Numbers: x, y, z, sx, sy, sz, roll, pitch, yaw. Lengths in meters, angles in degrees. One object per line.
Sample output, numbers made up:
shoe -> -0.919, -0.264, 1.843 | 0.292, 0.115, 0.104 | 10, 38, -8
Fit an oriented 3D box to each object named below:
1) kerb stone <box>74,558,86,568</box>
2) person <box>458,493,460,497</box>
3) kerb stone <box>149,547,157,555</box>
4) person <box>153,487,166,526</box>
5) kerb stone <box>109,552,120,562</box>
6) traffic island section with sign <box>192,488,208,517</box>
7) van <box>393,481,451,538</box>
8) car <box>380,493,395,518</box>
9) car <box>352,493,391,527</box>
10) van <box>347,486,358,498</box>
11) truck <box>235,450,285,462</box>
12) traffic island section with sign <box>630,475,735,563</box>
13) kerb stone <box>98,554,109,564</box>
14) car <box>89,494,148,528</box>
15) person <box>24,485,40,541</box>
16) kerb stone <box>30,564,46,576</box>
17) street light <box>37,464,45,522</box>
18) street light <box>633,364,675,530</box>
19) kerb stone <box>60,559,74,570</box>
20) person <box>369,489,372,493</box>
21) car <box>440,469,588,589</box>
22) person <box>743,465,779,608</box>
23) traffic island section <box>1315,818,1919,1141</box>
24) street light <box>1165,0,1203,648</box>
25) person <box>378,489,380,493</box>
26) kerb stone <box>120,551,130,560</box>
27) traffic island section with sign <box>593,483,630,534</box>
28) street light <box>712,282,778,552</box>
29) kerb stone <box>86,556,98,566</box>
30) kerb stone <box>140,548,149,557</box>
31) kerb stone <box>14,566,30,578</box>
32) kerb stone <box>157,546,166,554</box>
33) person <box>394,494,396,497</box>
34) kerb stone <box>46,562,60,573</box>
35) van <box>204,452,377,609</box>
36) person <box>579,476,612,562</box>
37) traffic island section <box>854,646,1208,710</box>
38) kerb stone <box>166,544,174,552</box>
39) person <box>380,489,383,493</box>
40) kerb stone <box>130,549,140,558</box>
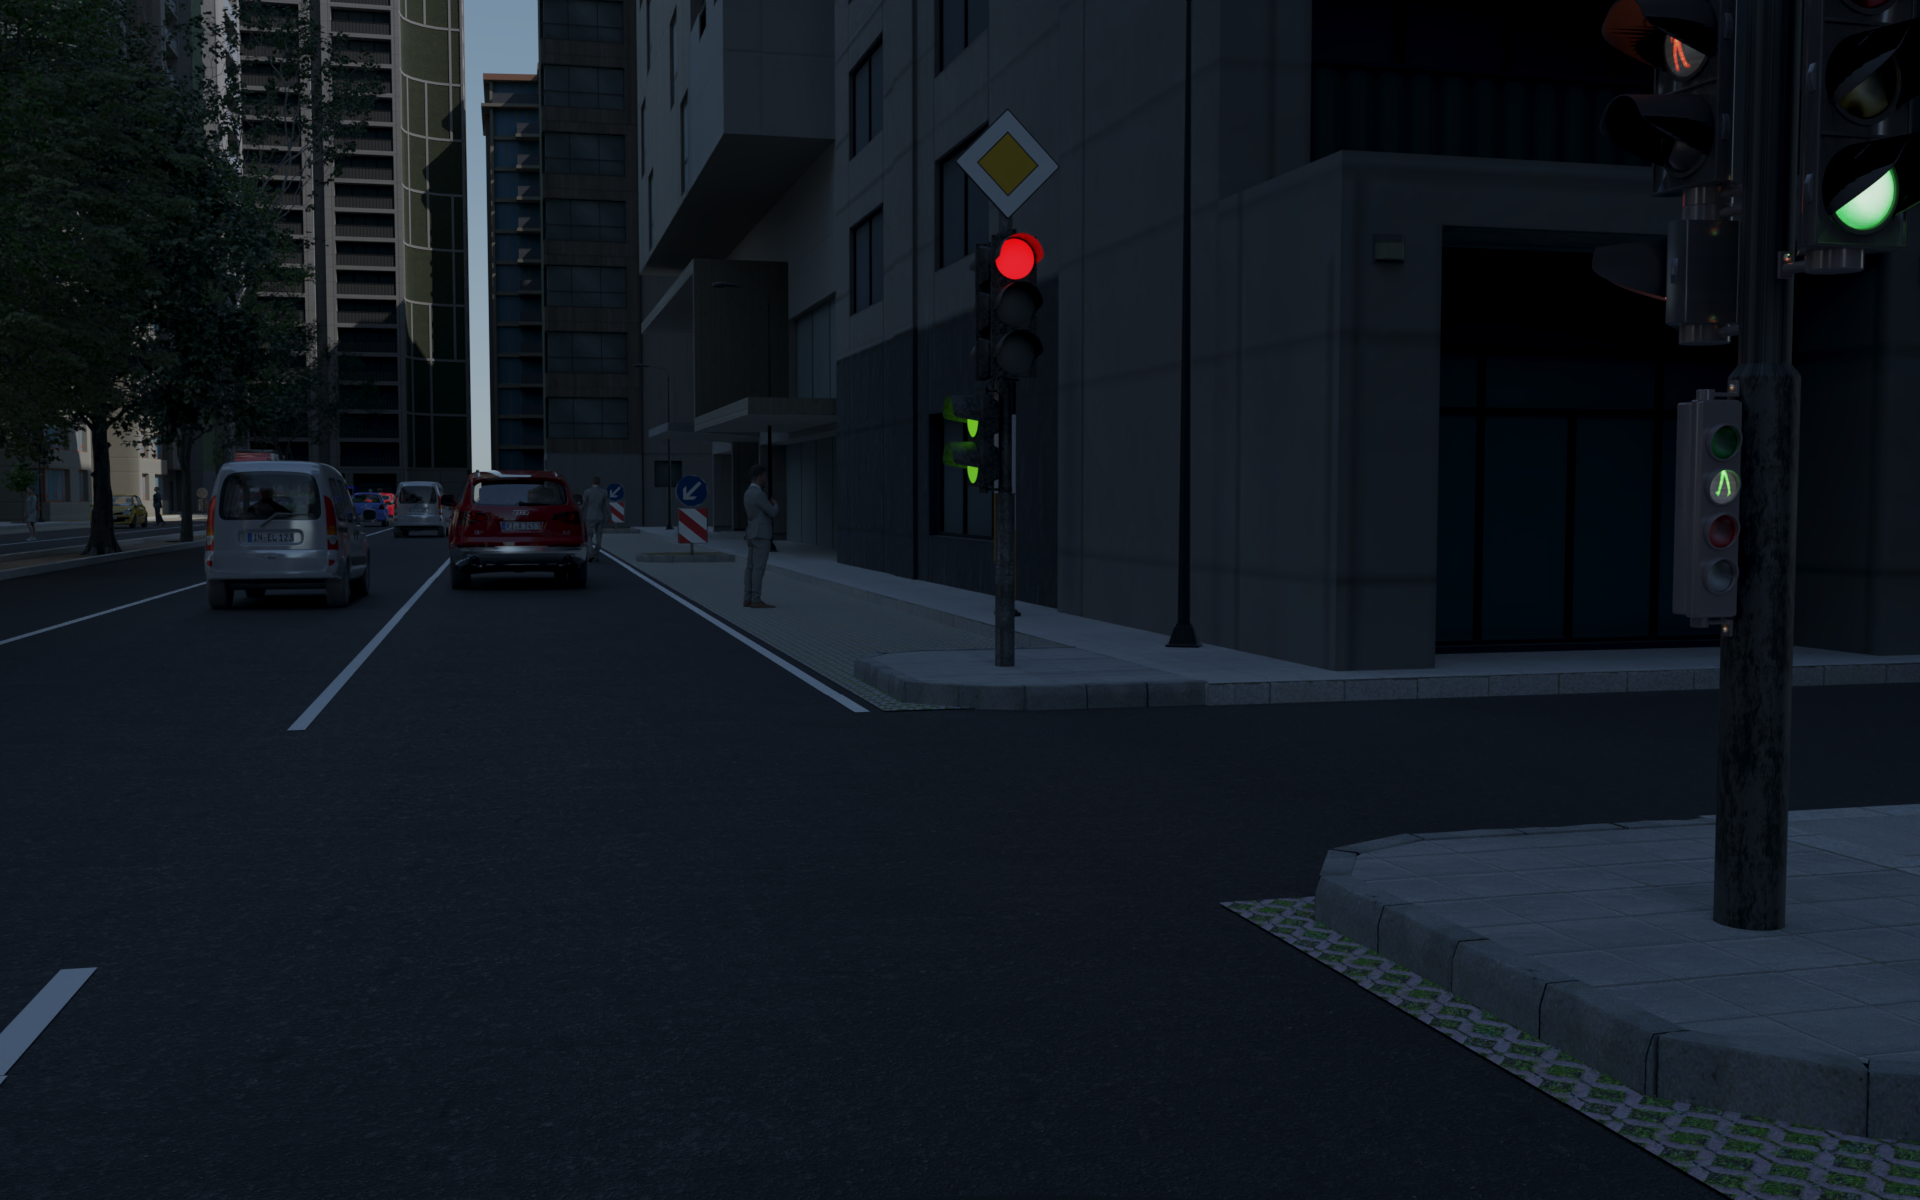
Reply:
kerb stone -> -17.295, -0.710, 33.804 | 0.120, 0.150, 1.000 | -1, 4, -15
person -> -33.009, -6.477, 114.849 | 0.683, 1.767, 0.568 | 0, 4, -7
kerb stone -> -19.100, -1.133, 40.732 | 0.120, 0.150, 1.000 | -1, 4, -15
person -> -36.276, -4.250, 78.403 | 0.534, 1.772, 0.576 | -2, 4, -33
kerb stone -> -18.068, -0.892, 36.772 | 0.120, 0.150, 1.000 | -1, 4, -15
traffic island section with sign -> -46.533, -5.978, 106.361 | 1.989, 1.847, 2.006 | -1, 4, -15
van -> -18.176, -3.155, 58.591 | 2.013, 2.044, 4.112 | -1, 4, -13
car -> -31.563, -5.229, 94.541 | 2.155, 1.783, 4.494 | -1, 4, -14
car -> -26.350, -4.127, 77.072 | 1.945, 1.707, 3.694 | -1, 4, -16
van -> -48.210, -8.023, 135.563 | 2.240, 2.365, 5.245 | -1, 4, -16
truck -> -45.182, -7.489, 111.354 | 2.839, 4.237, 11.283 | -1, 4, -16
traffic island section with sign -> -5.895, -1.731, 36.928 | 1.989, 1.847, 2.006 | -1, 4, -15
kerb stone -> -17.813, -0.831, 35.782 | 0.120, 0.150, 1.000 | -1, 4, -15
car -> -35.586, -3.855, 73.261 | 2.015, 1.641, 3.980 | -1, 4, -15
person -> -28.604, -2.682, 53.357 | 0.512, 1.701, 0.522 | 3, 5, 41
kerb stone -> -16.506, -0.527, 30.823 | 0.120, 0.150, 1.000 | -1, 4, -15
street light -> -41.160, -6.481, 78.504 | 1.470, 5.913, 1.316 | -1, 4, -15
street light -> -10.982, -5.480, 62.131 | 1.470, 5.913, 1.316 | -1, 4, -15
kerb stone -> -17.028, -0.650, 32.815 | 0.120, 0.150, 1.000 | -1, 4, -15
person -> -38.855, -6.402, 113.900 | 1.217, 1.736, 0.721 | 3, 5, 43
car -> -7.171, -1.174, 27.874 | 2.281, 1.827, 5.304 | -1, 4, -17
person -> -2.481, -0.801, 21.777 | 0.466, 1.800, 0.511 | -3, 5, -40
traffic island section -> 2.370, 1.044, 5.207 | 2.009, 0.180, 2.903 | -1, 4, -15
street light -> 1.362, -2.553, 14.288 | 1.470, 5.913, 1.316 | -1, 4, -15
person -> -41.740, -7.088, 124.468 | 1.350, 1.814, 0.705 | -1, 4, -17
kerb stone -> -18.325, -0.952, 37.762 | 0.120, 0.150, 1.000 | -1, 4, -15
traffic island section with sign -> -12.727, -3.336, 63.170 | 1.989, 1.847, 2.006 | -1, 4, -15
street light -> -4.743, -4.018, 38.237 | 1.470, 5.913, 1.316 | -1, 4, -15
kerb stone -> -17.550, -0.770, 34.794 | 0.120, 0.150, 1.000 | -1, 4, -15
kerb stone -> -18.837, -1.073, 39.741 | 0.120, 0.150, 1.000 | -1, 4, -15
kerb stone -> -16.262, -0.464, 29.830 | 0.120, 0.150, 1.000 | -1, 4, -15
kerb stone -> -19.353, -1.193, 41.725 | 0.120, 0.150, 1.000 | -1, 4, -15
person -> -46.014, -7.900, 140.899 | 0.421, 1.427, 0.697 | 0, 4, -3
kerb stone -> -16.780, -0.589, 31.821 | 0.120, 0.150, 1.000 | -1, 4, -15
van -> -8.889, -0.983, 23.092 | 2.013, 2.044, 4.112 | -1, 4, -13
person -> -7.758, -1.720, 36.748 | 0.709, 1.813, 0.853 | -1, 4, -22
traffic island section -> 0.357, 0.572, 12.935 | 2.009, 0.180, 2.903 | -1, 4, -15
kerb stone -> -19.611, -1.254, 42.721 | 0.120, 0.150, 1.000 | -1, 4, -15
person -> -39.965, -6.795, 119.681 | 1.350, 1.814, 0.705 | -1, 4, -22
kerb stone -> -18.584, -1.010, 38.751 | 0.120, 0.150, 1.000 | -1, 4, -15
